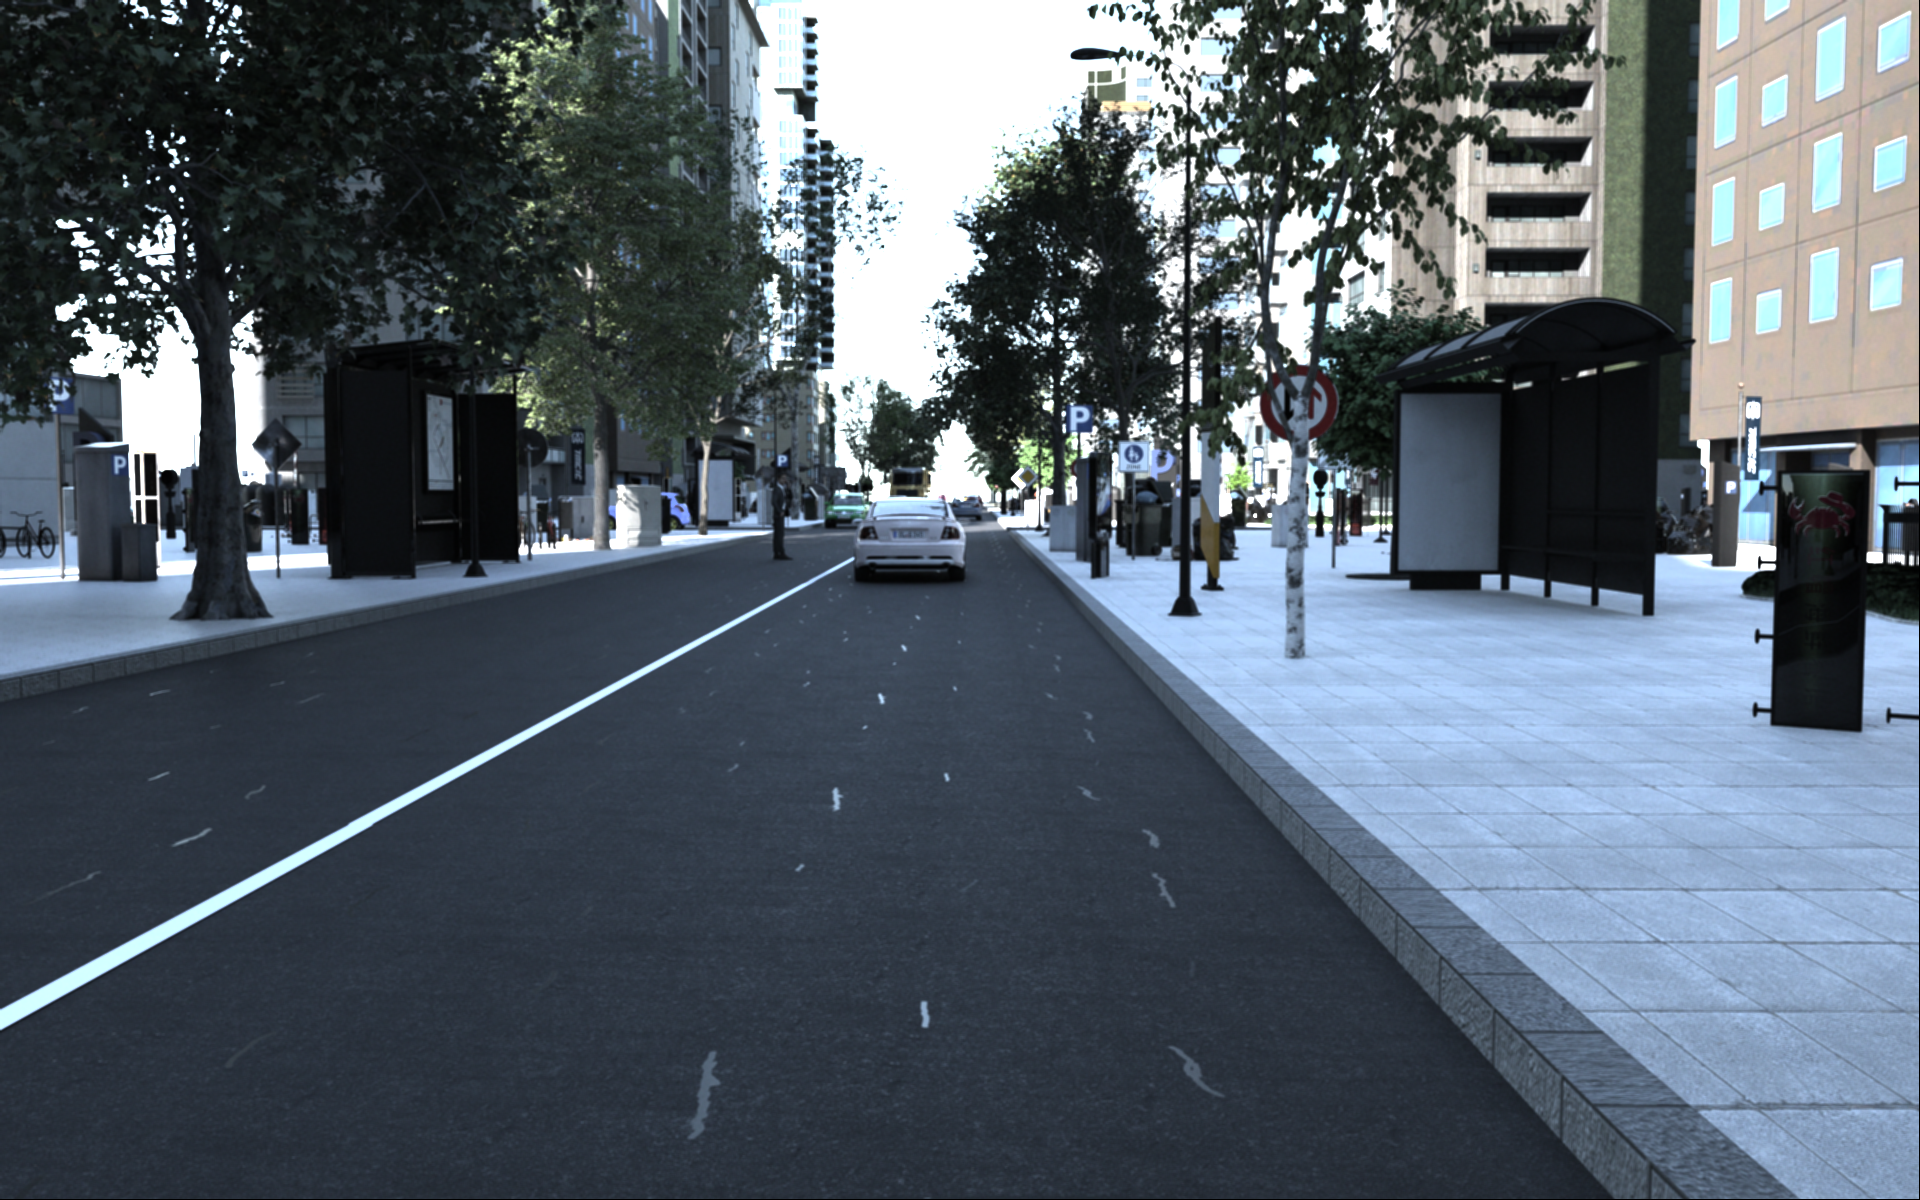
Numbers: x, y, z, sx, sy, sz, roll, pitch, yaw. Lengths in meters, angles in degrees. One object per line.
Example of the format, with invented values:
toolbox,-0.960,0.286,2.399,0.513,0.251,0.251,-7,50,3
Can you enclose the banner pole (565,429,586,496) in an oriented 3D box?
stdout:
banner pole,-13.035,-4.183,58.412,0.863,3.779,0.401,-1,4,-11

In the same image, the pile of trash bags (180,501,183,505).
pile of trash bags,-63.681,-8.095,142.098,3.447,1.369,1.912,2,4,28

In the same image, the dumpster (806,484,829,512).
dumpster,-7.982,-5.562,96.692,1.264,1.857,1.865,0,4,0

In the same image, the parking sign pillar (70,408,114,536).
parking sign pillar,-26.867,-3.992,53.749,1.447,3.967,1.447,1,4,21

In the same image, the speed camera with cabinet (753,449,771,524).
speed camera with cabinet,-8.523,-4.940,75.097,0.660,3.252,2.038,0,4,-8

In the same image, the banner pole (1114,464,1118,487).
banner pole,12.298,-8.981,136.863,0.401,3.779,0.863,2,4,29

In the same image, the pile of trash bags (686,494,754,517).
pile of trash bags,-13.488,-5.233,95.315,3.447,1.369,1.912,-3,4,-37

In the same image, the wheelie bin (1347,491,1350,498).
wheelie bin,24.451,-6.093,107.535,0.693,1.594,0.980,3,5,40

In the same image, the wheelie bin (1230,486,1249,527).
wheelie bin,10.876,-3.645,67.496,0.693,1.594,0.980,1,4,18

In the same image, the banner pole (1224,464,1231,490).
banner pole,22.052,-9.324,142.466,0.401,3.779,0.863,-3,4,-38

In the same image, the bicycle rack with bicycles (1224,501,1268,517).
bicycle rack with bicycles,14.135,-4.356,84.608,2.925,0.926,2.852,3,5,40

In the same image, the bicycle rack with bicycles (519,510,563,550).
bicycle rack with bicycles,-10.539,-1.646,40.300,2.852,0.926,2.925,-1,4,-13

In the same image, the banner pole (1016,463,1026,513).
banner pole,3.978,-7.627,114.716,0.863,3.779,0.401,0,4,-4

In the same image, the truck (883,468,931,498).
truck,-3.653,-8.117,128.640,3.469,3.379,9.791,0,4,2

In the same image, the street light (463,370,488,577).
street light,-6.977,-3.312,26.684,1.470,5.913,1.316,0,4,0

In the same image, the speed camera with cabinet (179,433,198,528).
speed camera with cabinet,-25.305,-3.833,57.006,0.660,3.252,2.038,-1,4,-19

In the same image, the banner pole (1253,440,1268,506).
banner pole,13.928,-5.505,80.027,0.863,3.779,0.401,1,4,23

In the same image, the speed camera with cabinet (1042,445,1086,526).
speed camera with cabinet,4.360,-4.649,70.339,2.038,3.252,0.660,2,4,25

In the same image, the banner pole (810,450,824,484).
banner pole,-8.312,-6.660,98.905,0.863,3.779,0.401,-3,5,-44

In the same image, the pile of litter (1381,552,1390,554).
pile of litter,9.856,-1.433,37.392,1.719,0.858,1.176,-1,4,-11

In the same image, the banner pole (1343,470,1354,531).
banner pole,13.459,-4.265,59.744,0.401,3.779,0.863,-1,4,-13

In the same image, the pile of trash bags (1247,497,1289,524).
pile of trash bags,13.683,-3.944,74.236,1.912,1.369,3.447,-1,4,-21

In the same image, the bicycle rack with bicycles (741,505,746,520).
bicycle rack with bicycles,-10.027,-4.335,84.267,2.852,0.926,2.925,0,4,5

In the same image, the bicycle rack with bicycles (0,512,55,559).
bicycle rack with bicycles,-19.787,-1.297,34.586,2.925,0.926,2.852,3,5,43

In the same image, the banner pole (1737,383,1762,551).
banner pole,17.771,-3.004,39.129,0.863,3.779,0.401,-1,4,-23

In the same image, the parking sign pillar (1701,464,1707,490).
parking sign pillar,52.691,-8.272,123.720,1.447,3.967,1.447,-2,4,-25

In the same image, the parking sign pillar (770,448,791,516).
parking sign pillar,-10.362,-6.871,100.807,1.447,3.967,1.447,2,4,23

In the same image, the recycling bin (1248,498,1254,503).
recycling bin,19.251,-6.311,115.731,0.722,1.027,0.722,1,4,15

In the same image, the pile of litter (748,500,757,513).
pile of litter,-13.980,-6.385,118.358,1.719,0.858,1.176,0,4,3

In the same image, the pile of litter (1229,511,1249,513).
pile of litter,5.980,-1.627,40.563,1.176,0.858,1.719,1,4,20

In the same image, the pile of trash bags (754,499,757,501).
pile of trash bags,-13.132,-6.892,122.438,1.912,1.369,3.447,3,4,39

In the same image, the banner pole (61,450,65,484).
banner pole,-50.859,-6.610,98.094,0.401,3.779,0.863,0,4,1

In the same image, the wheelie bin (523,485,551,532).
wheelie bin,-14.190,-3.060,57.938,0.980,1.594,0.693,-3,5,-39

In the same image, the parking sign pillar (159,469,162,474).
parking sign pillar,-61.742,-8.838,132.972,1.447,3.967,1.447,1,4,15

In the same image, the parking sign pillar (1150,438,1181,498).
parking sign pillar,8.938,-5.315,75.375,1.447,3.967,1.447,3,4,36

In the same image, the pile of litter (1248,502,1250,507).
pile of litter,17.891,-5.765,108.229,1.719,0.858,1.176,1,4,18

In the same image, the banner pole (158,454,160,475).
banner pole,-50.702,-7.286,109.146,0.401,3.779,0.863,3,5,43

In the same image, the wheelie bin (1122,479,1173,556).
wheelie bin,3.807,-1.724,36.090,0.693,1.594,0.980,-2,4,-31

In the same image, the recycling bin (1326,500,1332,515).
recycling bin,17.365,-4.140,80.247,0.722,1.027,0.722,0,4,6

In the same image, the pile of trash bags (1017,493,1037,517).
pile of trash bags,4.406,-5.210,94.930,1.912,1.369,3.447,0,4,-4

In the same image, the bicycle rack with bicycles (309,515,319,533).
bicycle rack with bicycles,-19.874,-2.637,56.503,2.925,0.926,2.852,3,4,38

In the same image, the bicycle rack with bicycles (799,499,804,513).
bicycle rack with bicycles,-11.198,-7.781,140.599,2.852,0.926,2.925,2,4,26

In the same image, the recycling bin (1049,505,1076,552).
recycling bin,2.459,-1.610,38.880,0.722,1.027,0.722,2,4,24

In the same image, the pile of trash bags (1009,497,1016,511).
pile of trash bags,4.946,-7.625,134.416,1.912,1.369,3.447,-1,4,-10

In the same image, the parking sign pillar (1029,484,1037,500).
parking sign pillar,4.993,-7.585,112.482,1.447,3.967,1.447,1,4,10

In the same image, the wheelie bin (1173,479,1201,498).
wheelie bin,5.158,-1.802,37.370,0.693,1.594,0.980,-3,5,-42

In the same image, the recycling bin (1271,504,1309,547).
recycling bin,8.005,-1.803,42.037,0.722,1.027,0.722,-1,4,-8

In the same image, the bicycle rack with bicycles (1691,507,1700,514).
bicycle rack with bicycles,31.556,-3.495,70.518,2.852,0.926,2.925,-1,4,-21

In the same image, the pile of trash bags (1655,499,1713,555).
pile of trash bags,15.160,-1.730,38.042,1.912,1.369,3.447,-2,4,-31

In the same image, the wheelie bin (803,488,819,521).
wheelie bin,-7.252,-4.660,84.102,0.693,1.594,0.980,1,4,8

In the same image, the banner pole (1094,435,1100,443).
banner pole,5.854,-5.050,72.579,0.863,3.779,0.401,1,4,18

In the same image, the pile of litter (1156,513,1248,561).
pile of litter,4.604,-1.204,33.649,1.719,0.858,1.176,0,4,2

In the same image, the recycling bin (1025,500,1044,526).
recycling bin,2.988,-3.467,69.241,0.722,1.027,0.722,0,4,7
